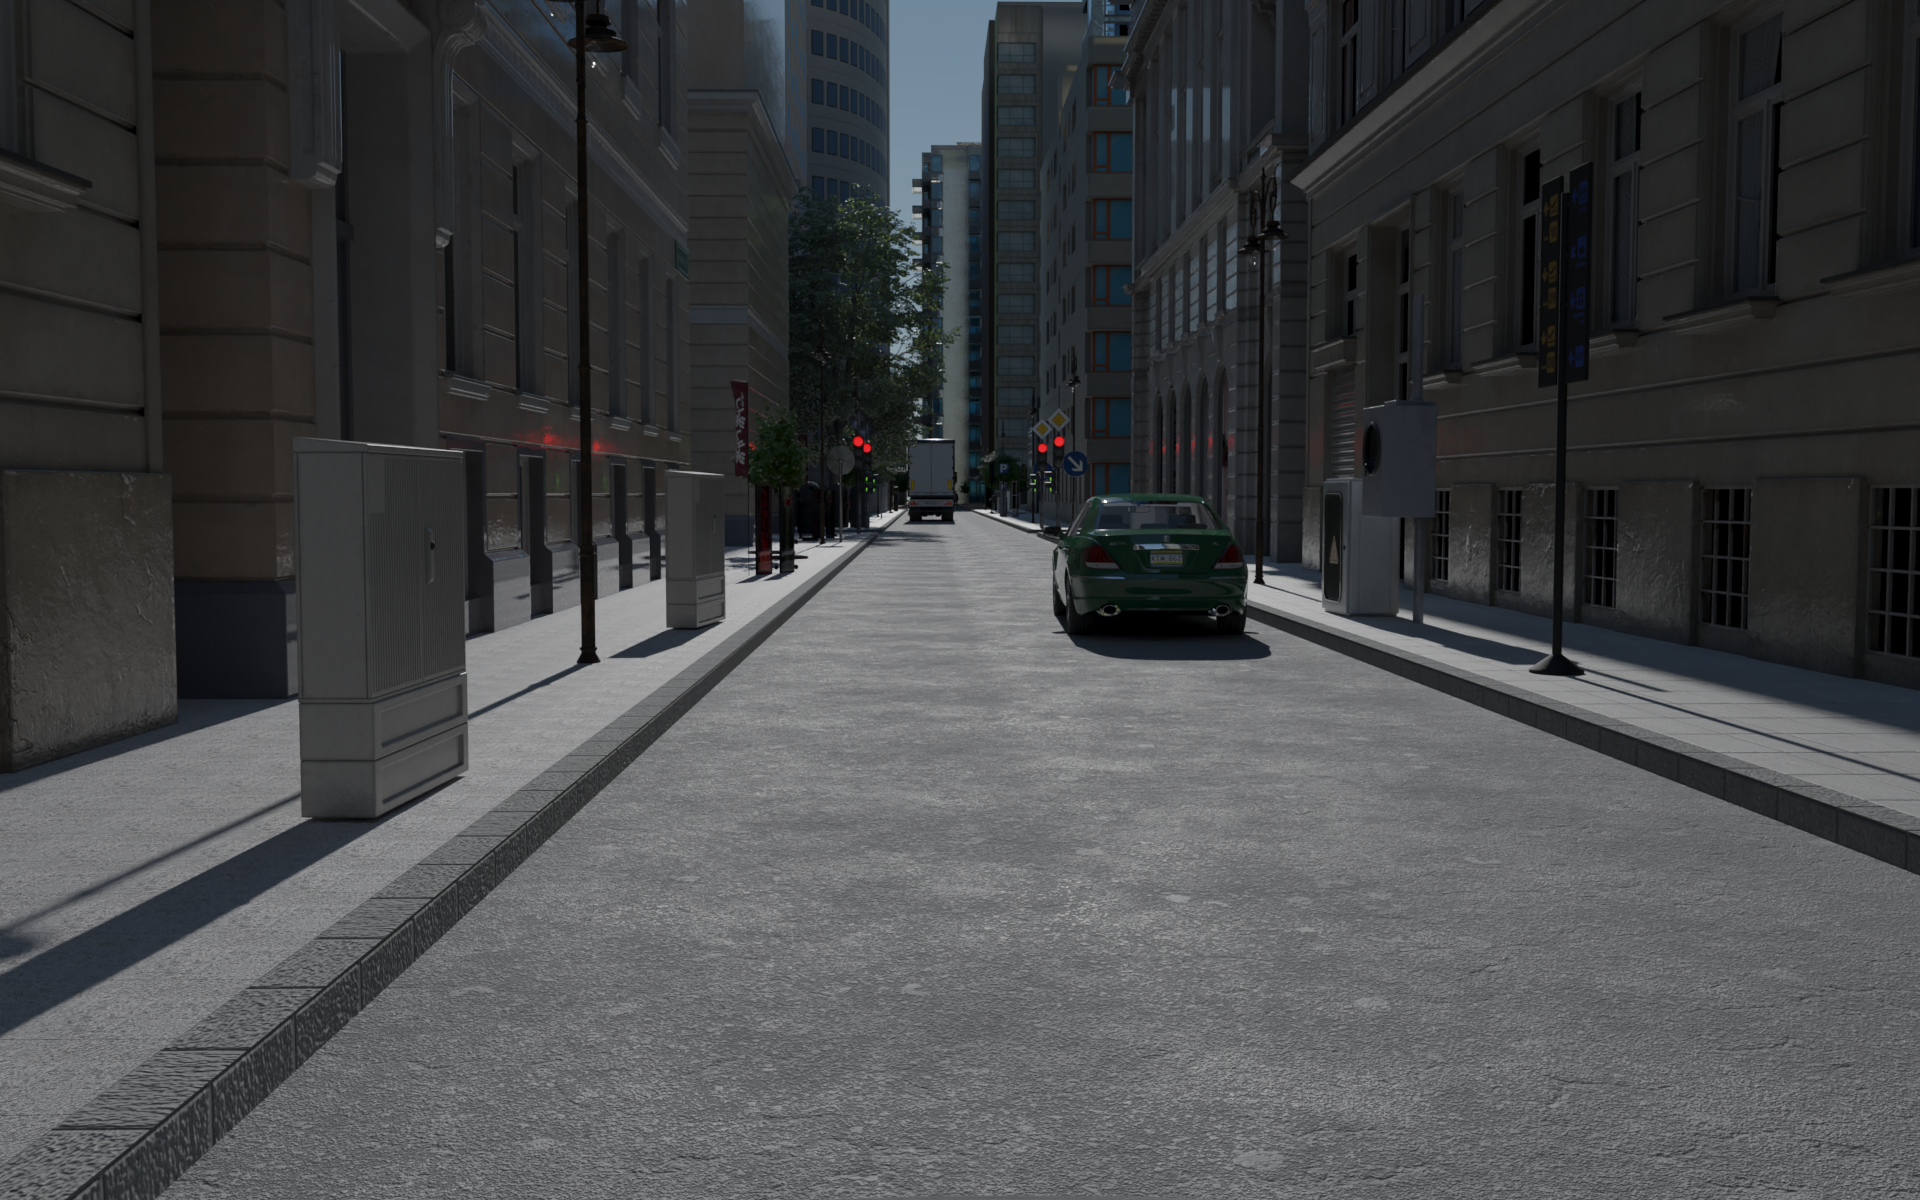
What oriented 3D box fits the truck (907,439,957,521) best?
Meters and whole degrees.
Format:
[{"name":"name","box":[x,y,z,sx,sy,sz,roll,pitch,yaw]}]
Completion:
[{"name":"truck","box":[-1.530,-6.438,94.179,2.839,4.237,11.283,0,4,-1]}]

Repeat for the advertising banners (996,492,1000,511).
[{"name":"advertising banners","box":[2.956,-8.234,130.820,0.090,3.025,2.074,1,4,14]}]

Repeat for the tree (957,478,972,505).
[{"name":"tree","box":[0.602,-12.990,206.982,1.663,3.219,1.824,0,3,0]}]

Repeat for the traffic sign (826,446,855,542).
[{"name":"traffic sign","box":[-3.174,-2.809,46.038,0.768,2.556,0.104,0,3,0]}]

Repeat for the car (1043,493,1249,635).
[{"name":"car","box":[2.006,-0.445,19.080,2.131,1.459,4.920,0,4,0]}]

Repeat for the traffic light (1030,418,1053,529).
[{"name":"traffic light","box":[3.031,-4.615,64.380,0.839,4.253,0.868,0,4,-1]}]

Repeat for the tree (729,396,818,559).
[{"name":"tree","box":[-3.518,-2.440,34.499,1.663,3.219,1.824,0,3,0]}]

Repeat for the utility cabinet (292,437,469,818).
[{"name":"utility cabinet","box":[-2.396,0.085,7.289,0.318,1.500,1.173,0,4,2]}]

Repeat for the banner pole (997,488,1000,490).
[{"name":"banner pole","box":[3.204,-8.859,134.865,0.863,3.779,0.401,2,4,30]}]

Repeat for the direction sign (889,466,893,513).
[{"name":"direction sign","box":[-4.640,-7.611,116.444,0.379,3.537,0.876,0,4,-3]}]

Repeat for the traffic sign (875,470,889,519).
[{"name":"traffic sign","box":[-4.067,-5.478,89.678,0.768,2.556,0.104,0,4,7]}]

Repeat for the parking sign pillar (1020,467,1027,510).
[{"name":"parking sign pillar","box":[5.453,-9.081,136.945,1.447,3.967,1.447,2,4,29]}]

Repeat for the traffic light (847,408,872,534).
[{"name":"traffic light","box":[-3.270,-4.118,56.252,0.839,4.253,0.868,0,4,-1]}]

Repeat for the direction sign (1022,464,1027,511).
[{"name":"direction sign","box":[5.087,-8.490,130.806,0.876,3.537,0.379,0,4,4]}]

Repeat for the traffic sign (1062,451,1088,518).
[{"name":"traffic sign","box":[3.411,-3.127,51.236,0.768,2.556,0.104,0,4,5]}]

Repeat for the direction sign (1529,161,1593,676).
[{"name":"direction sign","box":[4.279,-1.243,12.316,0.379,3.537,0.876,0,4,-2]}]

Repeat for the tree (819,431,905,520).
[{"name":"tree","box":[-5.325,-6.170,84.596,4.285,4.588,4.351,0,3,0]}]

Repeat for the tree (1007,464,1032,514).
[{"name":"tree","box":[3.745,-7.185,112.073,1.663,3.219,1.824,0,3,0]}]

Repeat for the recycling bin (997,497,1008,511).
[{"name":"recycling bin","box":[3.154,-7.108,128.767,0.722,1.027,0.722,0,4,-6]}]

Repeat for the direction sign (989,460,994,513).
[{"name":"direction sign","box":[2.133,-7.624,116.642,0.379,3.537,0.876,1,4,22]}]

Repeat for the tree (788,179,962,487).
[{"name":"tree","box":[-5.029,-10.052,70.999,9.857,13.997,8.962,0,3,0]}]

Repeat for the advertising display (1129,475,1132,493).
[{"name":"advertising display","box":[6.074,-3.182,57.236,0.974,1.923,0.123,1,4,14]}]

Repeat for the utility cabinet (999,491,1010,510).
[{"name":"utility cabinet","box":[3.495,-7.995,139.393,0.318,1.500,1.173,3,5,42]}]

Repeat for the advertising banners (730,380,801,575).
[{"name":"advertising banners","box":[-3.112,-1.919,27.564,0.090,3.025,2.074,2,4,23]}]

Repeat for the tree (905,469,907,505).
[{"name":"tree","box":[-5.524,-7.252,102.282,4.285,4.588,4.351,0,3,0]}]

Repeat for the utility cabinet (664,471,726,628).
[{"name":"utility cabinet","box":[-2.557,-0.500,16.859,0.318,1.500,1.173,0,4,6]}]

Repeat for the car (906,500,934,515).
[{"name":"car","box":[-2.663,-6.462,117.657,2.014,1.417,4.499,0,4,-3]}]

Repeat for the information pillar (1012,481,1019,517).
[{"name":"information pillar","box":[3.123,-5.706,97.777,0.304,2.012,0.304,2,4,28]}]

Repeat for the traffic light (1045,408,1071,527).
[{"name":"traffic light","box":[3.190,-4.127,56.397,0.839,4.253,0.868,0,4,-1]}]

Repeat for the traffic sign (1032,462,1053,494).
[{"name":"traffic sign","box":[3.135,-4.014,65.727,0.768,2.556,0.104,0,4,7]}]

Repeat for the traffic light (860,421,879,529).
[{"name":"traffic light","box":[-3.429,-4.606,64.236,0.839,4.253,0.868,0,4,-1]}]

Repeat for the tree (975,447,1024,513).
[{"name":"tree","box":[2.750,-8.319,119.724,4.285,4.588,4.351,0,3,0]}]
